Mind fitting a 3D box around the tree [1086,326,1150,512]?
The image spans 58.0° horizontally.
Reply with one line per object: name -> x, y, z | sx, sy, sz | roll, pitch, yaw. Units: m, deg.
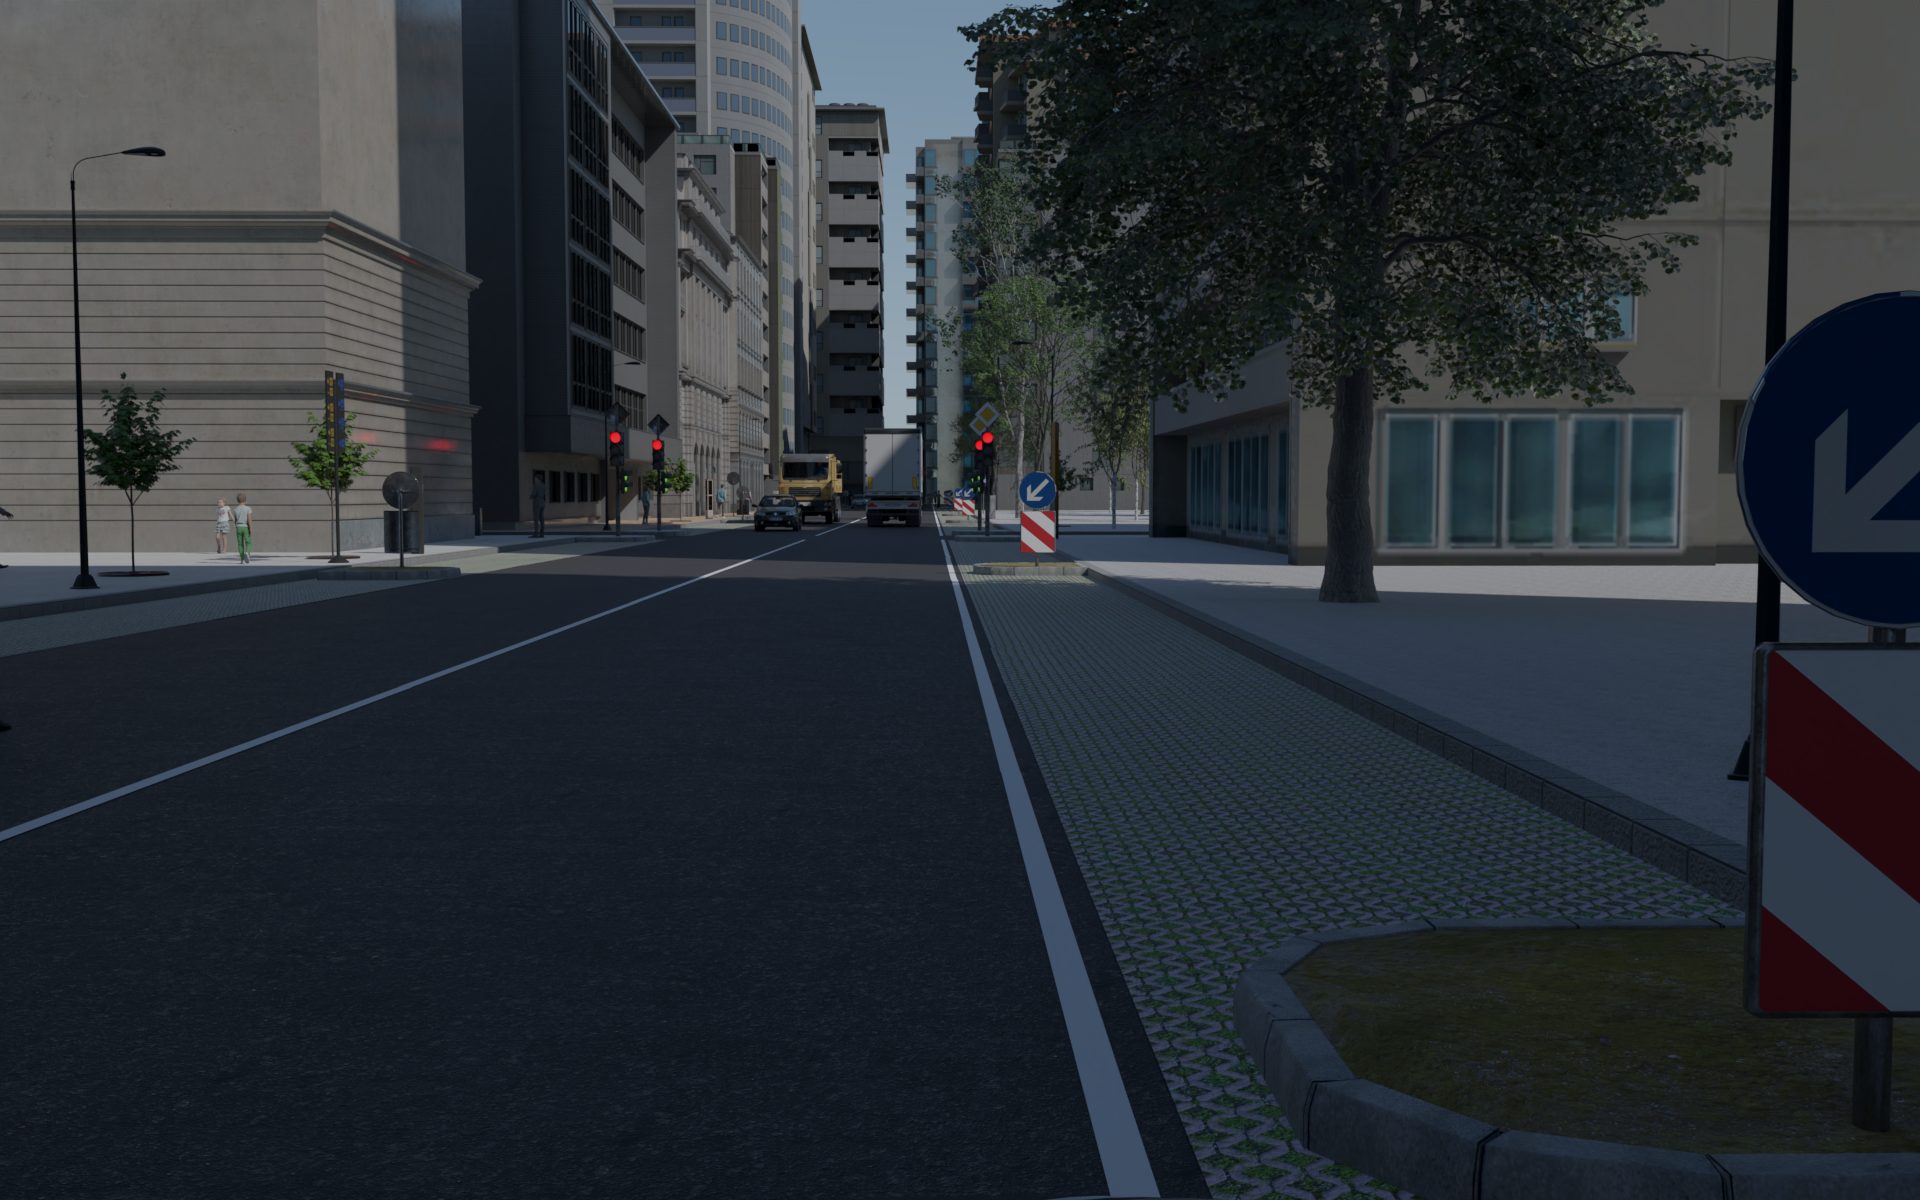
tree -> 14.040, -13.150, 125.379 | 12.009, 13.543, 11.850 | 0, 3, 0

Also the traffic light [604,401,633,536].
traffic light -> -10.344, -3.882, 52.389 | 0.839, 4.253, 0.868 | 0, 4, -1

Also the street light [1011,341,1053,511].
street light -> 2.258, -4.897, 52.615 | 1.470, 5.913, 1.316 | 0, 4, -1

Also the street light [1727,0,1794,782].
street light -> 3.089, -2.147, 7.642 | 1.470, 5.913, 1.316 | 0, 4, -1

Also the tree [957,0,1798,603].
tree -> 4.742, -6.957, 20.397 | 9.857, 13.997, 8.962 | 0, 3, 0

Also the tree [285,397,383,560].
tree -> -12.558, -2.437, 34.442 | 1.663, 3.219, 1.824 | 0, 3, 0

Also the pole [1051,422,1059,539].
pole -> 2.704, -3.391, 49.292 | 0.158, 3.312, 0.155 | 0, 3, 0

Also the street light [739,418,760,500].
street light -> -12.900, -8.146, 105.723 | 1.470, 5.913, 1.316 | 0, 4, -1

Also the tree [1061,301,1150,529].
tree -> 5.713, -6.967, 64.271 | 4.360, 8.622, 3.978 | 0, 3, 0

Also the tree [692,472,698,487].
tree -> -12.961, -5.275, 80.849 | 1.663, 3.219, 1.824 | 0, 3, 0

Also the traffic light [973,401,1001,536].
traffic light -> 0.816, -3.895, 52.602 | 0.839, 4.253, 0.868 | 0, 4, -1

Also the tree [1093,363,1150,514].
tree -> 11.894, -10.705, 109.440 | 7.601, 10.594, 8.767 | 0, 4, 5

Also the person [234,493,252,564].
person -> -13.148, -1.314, 31.774 | 0.306, 1.304, 0.590 | -2, 4, -24

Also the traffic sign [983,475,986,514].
traffic sign -> 1.500, -6.807, 111.405 | 0.768, 2.556, 0.104 | 0, 4, 1

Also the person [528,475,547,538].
person -> -12.423, -2.747, 50.768 | 0.447, 1.846, 0.655 | 1, 4, 22

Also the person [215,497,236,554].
person -> -15.744, -1.595, 37.139 | 0.505, 1.210, 0.382 | 0, 4, 4

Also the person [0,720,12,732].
person -> -6.075, -0.148, 10.286 | 0.648, 1.900, 0.474 | 0, 4, -8

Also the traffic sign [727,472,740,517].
traffic sign -> -12.887, -6.018, 98.493 | 0.768, 2.556, 0.104 | 0, 4, 3

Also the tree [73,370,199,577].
tree -> -13.133, -1.999, 27.278 | 1.663, 3.219, 1.824 | 0, 3, 0

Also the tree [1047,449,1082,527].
tree -> 3.770, -4.491, 68.031 | 1.663, 3.219, 1.824 | 0, 3, 0

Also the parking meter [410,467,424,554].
parking meter -> -11.614, -1.917, 37.053 | 0.255, 1.863, 0.399 | -1, 4, -15

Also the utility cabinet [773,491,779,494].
utility cabinet -> -13.238, -7.147, 125.534 | 0.318, 1.500, 1.173 | 1, 4, 10

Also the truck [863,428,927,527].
truck -> -2.956, -5.523, 79.220 | 2.839, 4.237, 11.283 | 0, 4, -1

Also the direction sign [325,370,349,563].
direction sign -> -11.587, -2.458, 32.184 | 0.379, 3.537, 0.876 | 0, 4, 0

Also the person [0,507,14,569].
person -> -16.435, -1.395, 29.126 | 0.850, 1.792, 0.678 | 0, 4, -7

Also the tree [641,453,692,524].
tree -> -12.923, -4.942, 75.405 | 1.663, 3.219, 1.824 | 0, 3, 0

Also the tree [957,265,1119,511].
tree -> 3.570, -9.255, 77.082 | 9.928, 11.665, 9.643 | 0, 3, 0

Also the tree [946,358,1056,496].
tree -> 2.479, -11.280, 118.841 | 7.601, 10.594, 8.767 | 2, 4, 29

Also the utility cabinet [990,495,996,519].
utility cabinet -> 1.679, -4.770, 89.158 | 0.306, 1.237, 1.020 | 0, 4, 1

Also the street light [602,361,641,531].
street light -> -11.879, -5.398, 60.794 | 1.470, 5.913, 1.316 | 0, 4, -1

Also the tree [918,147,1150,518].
tree -> 3.971, -14.487, 92.747 | 12.611, 20.169, 13.585 | 0, 3, 0

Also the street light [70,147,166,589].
street light -> -11.322, -3.105, 23.307 | 1.470, 5.913, 1.316 | 0, 4, -1

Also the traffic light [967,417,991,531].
traffic light -> 0.674, -4.383, 60.586 | 0.839, 4.253, 0.868 | 0, 4, -1

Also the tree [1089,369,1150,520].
tree -> 8.813, -8.173, 83.996 | 4.737, 8.622, 4.395 | 0, 3, 0

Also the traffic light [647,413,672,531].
traffic light -> -10.485, -4.370, 60.373 | 0.839, 4.253, 0.868 | 0, 4, -1

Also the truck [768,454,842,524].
truck -> -7.371, -5.482, 85.550 | 3.469, 3.379, 9.791 | 0, 4, -1

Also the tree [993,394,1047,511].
tree -> 4.369, -10.789, 126.757 | 4.360, 8.622, 3.978 | 0, 3, 0
